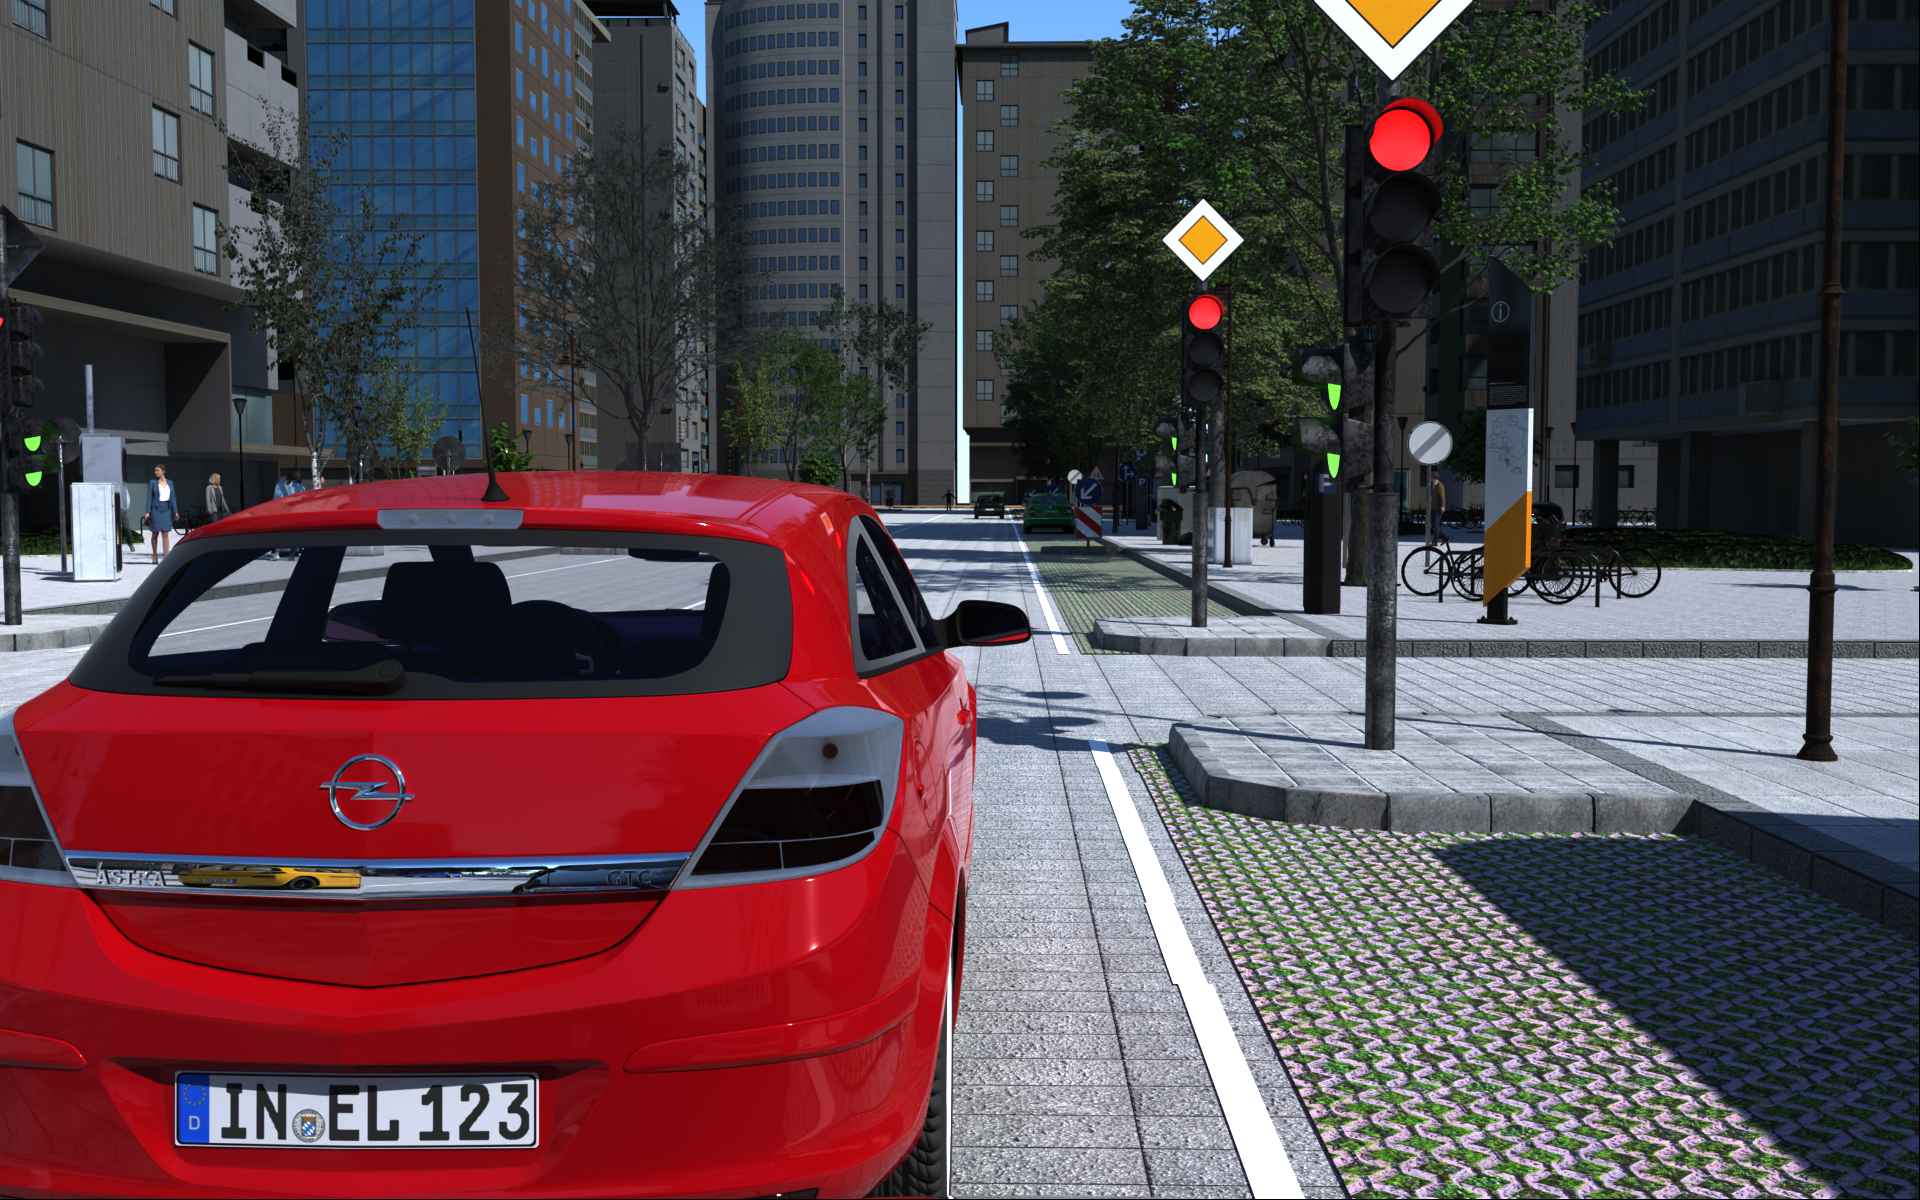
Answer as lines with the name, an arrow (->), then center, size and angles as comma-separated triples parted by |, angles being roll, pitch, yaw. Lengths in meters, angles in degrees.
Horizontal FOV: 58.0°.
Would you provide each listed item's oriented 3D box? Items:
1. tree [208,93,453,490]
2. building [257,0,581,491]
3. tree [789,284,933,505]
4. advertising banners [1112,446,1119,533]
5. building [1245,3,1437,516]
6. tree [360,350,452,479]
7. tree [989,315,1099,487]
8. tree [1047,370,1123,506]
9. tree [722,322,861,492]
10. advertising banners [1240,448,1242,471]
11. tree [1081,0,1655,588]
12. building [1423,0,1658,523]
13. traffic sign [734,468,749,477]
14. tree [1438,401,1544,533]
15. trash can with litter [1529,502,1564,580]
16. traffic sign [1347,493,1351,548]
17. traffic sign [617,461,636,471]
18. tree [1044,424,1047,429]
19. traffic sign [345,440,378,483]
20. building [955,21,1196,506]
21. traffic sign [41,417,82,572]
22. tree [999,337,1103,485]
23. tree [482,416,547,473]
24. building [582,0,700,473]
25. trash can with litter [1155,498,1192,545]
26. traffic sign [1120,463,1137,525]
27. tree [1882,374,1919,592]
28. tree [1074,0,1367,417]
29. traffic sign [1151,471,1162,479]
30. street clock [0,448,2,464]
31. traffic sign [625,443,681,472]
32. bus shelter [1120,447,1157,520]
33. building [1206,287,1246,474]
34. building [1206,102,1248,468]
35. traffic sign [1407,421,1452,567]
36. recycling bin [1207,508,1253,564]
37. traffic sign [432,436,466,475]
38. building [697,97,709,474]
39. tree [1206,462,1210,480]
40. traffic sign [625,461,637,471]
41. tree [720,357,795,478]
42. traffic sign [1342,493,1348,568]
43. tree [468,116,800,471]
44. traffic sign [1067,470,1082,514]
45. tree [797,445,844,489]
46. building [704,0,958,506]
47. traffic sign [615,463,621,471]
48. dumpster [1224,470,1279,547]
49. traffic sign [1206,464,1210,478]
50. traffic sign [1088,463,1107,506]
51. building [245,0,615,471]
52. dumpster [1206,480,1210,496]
tree -> -11.905, -5.005, 32.193 | 4.360, 8.622, 3.978 | 0, 3, 0
building -> -30.693, -27.497, 99.679 | 14.600, 45.320, 14.200 | 0, 4, 1
tree -> -8.930, -18.351, 155.925 | 12.611, 20.169, 13.585 | 0, 3, 0
advertising banners -> 5.219, -3.769, 57.811 | 0.090, 3.025, 2.074 | 1, 4, 10
building -> 30.832, -29.884, 112.308 | 21.300, 48.544, 21.600 | 0, 4, 1
tree -> -28.632, -8.492, 89.201 | 4.737, 8.622, 4.395 | 0, 3, 0
tree -> 10.007, -18.932, 165.435 | 12.611, 20.169, 13.585 | 0, 3, 0
tree -> 7.849, -9.390, 103.887 | 4.737, 8.622, 4.395 | 0, 3, 0
tree -> -10.442, -11.049, 106.399 | 9.928, 11.665, 9.643 | 0, 3, 0
advertising banners -> 10.404, -4.192, 64.735 | 0.090, 3.025, 2.074 | 1, 4, 15
tree -> 5.527, -5.987, 23.645 | 9.928, 11.665, 9.643 | 0, 3, 0
building -> 29.881, -19.098, 83.961 | 14.160, 30.474, 14.107 | 0, 4, 1
traffic sign -> -10.890, -5.261, 86.130 | 0.768, 2.556, 0.104 | 1, 4, 9
tree -> 17.631, -4.511, 57.472 | 4.285, 4.588, 4.351 | 0, 3, 0
trash can with litter -> 8.741, -0.894, 26.003 | 0.624, 1.170, 1.055 | 1, 4, 23
traffic sign -> 9.276, -2.517, 41.256 | 0.768, 2.556, 0.104 | 0, 4, 8
traffic sign -> -12.975, -4.117, 67.425 | 0.768, 2.556, 0.104 | 0, 4, 2
tree -> 7.772, -10.600, 123.666 | 4.737, 8.622, 4.395 | 0, 3, 0
traffic sign -> -14.117, -2.492, 40.856 | 0.768, 2.556, 0.104 | 0, 4, 3
building -> 13.552, -37.520, 202.683 | 27.495, 52.752, 28.713 | 0, 4, 1
traffic sign -> -14.775, -1.736, 28.490 | 0.768, 2.556, 0.104 | 0, 4, 8
tree -> 7.328, -13.824, 132.683 | 9.857, 13.997, 8.962 | 0, 3, 0
tree -> -11.278, -2.934, 42.568 | 1.663, 3.219, 1.824 | 0, 3, 0
building -> -29.677, -28.297, 146.246 | 14.086, 41.232, 14.154 | 0, 4, 1
trash can with litter -> 5.497, -1.990, 43.923 | 1.055, 1.170, 0.624 | -3, 4, -37
traffic sign -> 6.864, -4.339, 71.053 | 0.768, 2.556, 0.104 | 1, 4, 8
tree -> 12.986, -1.718, 22.694 | 1.663, 3.219, 1.824 | 0, 3, 0
tree -> 4.942, -7.194, 35.753 | 7.486, 12.596, 7.792 | 0, 3, 0
traffic sign -> 7.015, -3.646, 59.613 | 0.884, 2.594, 0.081 | 1, 4, 10
street clock -> -12.361, -1.058, 21.869 | 0.358, 2.002, 0.471 | 2, 4, 35
traffic sign -> -12.133, -4.566, 68.528 | 2.265, 3.308, 0.079 | 0, 4, 7
bus shelter -> 9.036, -5.967, 88.843 | 1.731, 3.624, 6.357 | 0, 4, 2
building -> 35.241, -17.975, 138.924 | 27.650, 21.520, 28.899 | 0, 4, 1
building -> 42.687, -35.476, 199.640 | 30.456, 49.044, 23.786 | 0, 4, 1
traffic sign -> 8.239, -1.856, 30.446 | 0.768, 2.556, 0.104 | 1, 4, 9
recycling bin -> 4.960, -1.182, 31.884 | 0.722, 1.027, 0.722 | 0, 4, -3
traffic sign -> -11.233, -2.323, 38.087 | 0.768, 2.556, 0.104 | 0, 4, 4
building -> -39.286, -35.268, 200.331 | 21.600, 48.544, 21.300 | 0, 4, 1
tree -> 12.660, -5.634, 86.711 | 1.663, 3.219, 1.824 | 0, 3, 0
traffic sign -> -12.755, -4.107, 67.158 | 0.884, 2.594, 0.081 | 1, 4, 11
tree -> -10.753, -8.580, 90.648 | 4.737, 8.622, 4.395 | 0, 3, 0
traffic sign -> 6.648, -1.819, 29.845 | 0.768, 2.556, 0.104 | 1, 4, 9
tree -> -10.430, -8.925, 56.293 | 12.009, 13.543, 11.850 | 0, 3, 0
traffic sign -> 5.961, -5.494, 89.934 | 0.768, 2.556, 0.104 | 0, 4, 3
tree -> -9.290, -8.011, 114.695 | 4.285, 4.588, 4.351 | 0, 3, 0
building -> -14.387, -40.200, 199.269 | 28.212, 58.520, 21.231 | 0, 4, 1
traffic sign -> -13.588, -4.273, 69.966 | 0.768, 2.556, 0.104 | 0, 4, 7
dumpster -> 7.120, -2.255, 42.635 | 1.264, 1.857, 1.865 | 0, 4, 2
traffic sign -> 8.433, -3.504, 57.297 | 0.884, 2.594, 0.081 | 0, 4, 4
traffic sign -> 5.633, -4.374, 71.517 | 0.884, 2.594, 0.081 | 0, 4, 3
building -> -38.750, -26.142, 119.297 | 32.217, 40.220, 23.993 | 0, 4, 1
dumpster -> 10.042, -3.836, 68.484 | 1.264, 1.857, 1.865 | 0, 4, 2
